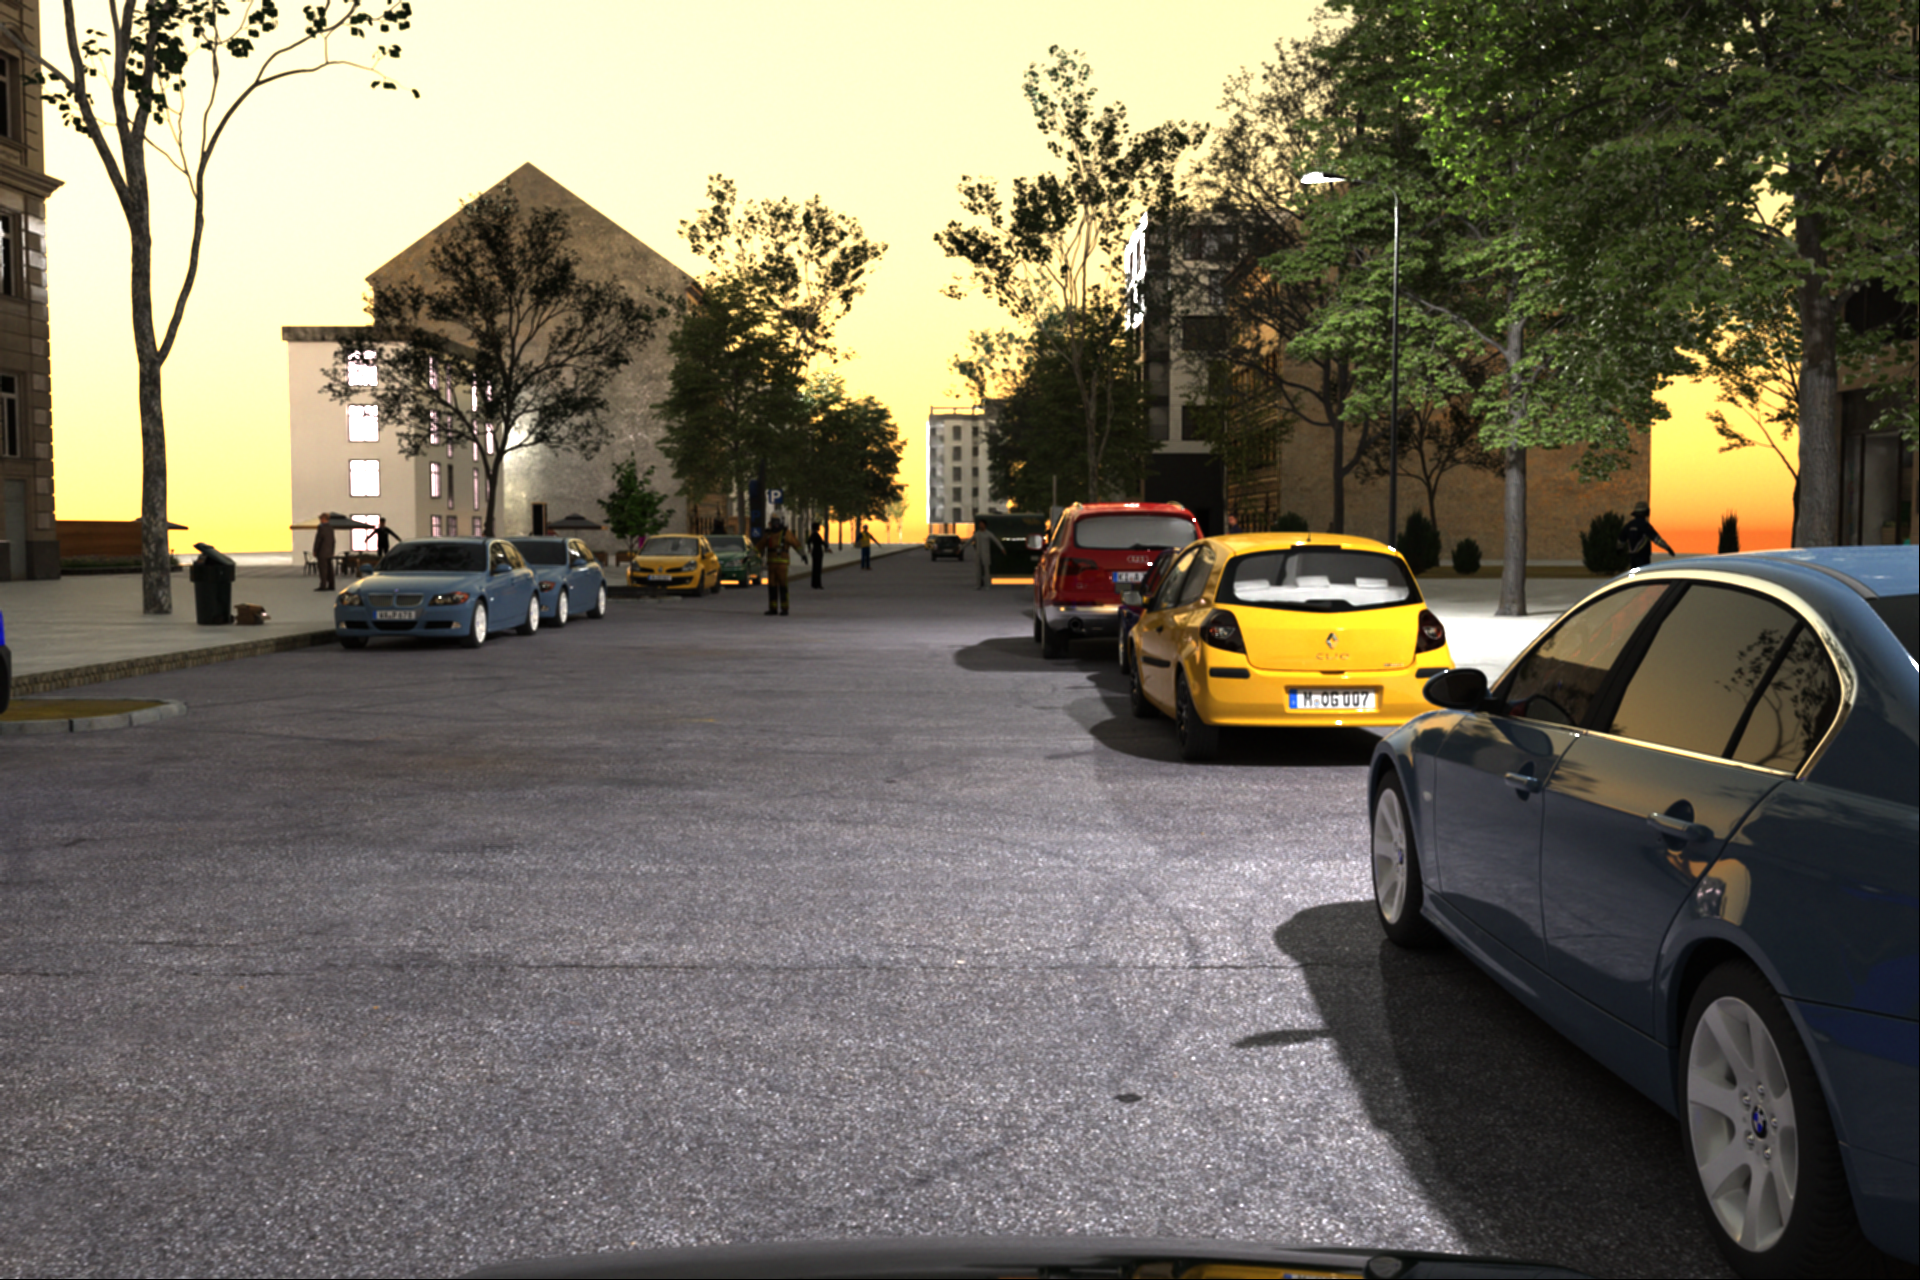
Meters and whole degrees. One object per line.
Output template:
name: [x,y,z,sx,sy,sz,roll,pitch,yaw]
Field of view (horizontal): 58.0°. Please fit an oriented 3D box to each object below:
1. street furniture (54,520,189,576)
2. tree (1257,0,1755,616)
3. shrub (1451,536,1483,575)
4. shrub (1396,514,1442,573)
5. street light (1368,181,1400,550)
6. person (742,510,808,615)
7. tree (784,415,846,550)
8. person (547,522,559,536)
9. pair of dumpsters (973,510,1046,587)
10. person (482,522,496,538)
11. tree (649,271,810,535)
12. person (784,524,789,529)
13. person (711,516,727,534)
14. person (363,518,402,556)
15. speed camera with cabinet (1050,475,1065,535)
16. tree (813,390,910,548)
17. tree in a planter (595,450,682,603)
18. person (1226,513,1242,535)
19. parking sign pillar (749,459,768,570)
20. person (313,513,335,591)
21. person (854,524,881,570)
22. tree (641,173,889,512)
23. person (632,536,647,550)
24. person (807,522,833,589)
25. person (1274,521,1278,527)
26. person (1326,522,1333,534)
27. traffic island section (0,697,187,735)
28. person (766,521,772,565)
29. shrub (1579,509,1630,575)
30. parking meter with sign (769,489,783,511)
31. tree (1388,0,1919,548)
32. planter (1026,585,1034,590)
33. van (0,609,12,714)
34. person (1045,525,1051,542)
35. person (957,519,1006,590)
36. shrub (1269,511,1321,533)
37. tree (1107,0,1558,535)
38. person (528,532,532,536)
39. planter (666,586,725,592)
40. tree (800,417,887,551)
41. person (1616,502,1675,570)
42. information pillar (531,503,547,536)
street furniture: [-29.779,-2.992,55.768,11.010,1.723,9.812,0,4,5]
tree: [8.636,-6.675,27.271,7.486,12.596,7.792,0,3,0]
shrub: [16.058,-2.676,54.869,1.383,1.207,1.383,0,3,0]
shrub: [15.234,-3.263,57.764,1.690,2.028,1.600,0,3,0]
street light: [6.154,-3.047,22.356,1.470,5.913,1.316,0,4,0]
person: [-3.225,-1.366,30.565,1.354,1.858,0.705,2,4,28]
tree: [-9.681,-9.502,105.724,4.360,8.622,3.978,0,3,0]
person: [-14.917,-3.451,63.228,0.721,1.733,1.217,3,5,41]
pair of dumpsters: [2.572,-2.597,47.409,4.436,2.255,1.574,0,4,-1]
person: [-20.124,-4.152,74.027,0.704,1.843,1.345,1,4,13]
tree: [-9.872,-9.617,75.364,7.486,12.596,7.792,0,3,0]
person: [-8.445,-4.704,83.378,0.721,1.772,1.216,0,4,-5]
person: [-7.621,-2.973,54.383,0.705,1.856,1.354,-2,4,-35]
person: [-19.914,-3.293,59.777,1.347,1.837,0.705,-1,4,-22]
speed camera with cabinet: [3.388,-3.866,57.552,0.660,3.252,2.038,0,4,-1]
tree: [-9.132,-15.189,154.995,9.857,13.997,8.962,0,3,0]
tree in a planter: [-7.003,-2.424,36.847,1.991,3.239,1.994,0,4,0]
person: [5.718,-1.788,36.190,0.530,1.710,0.541,0,4,1]
parking sign pillar: [-7.187,-4.472,61.589,1.447,3.967,1.447,0,4,-1]
person: [-14.399,-1.991,39.141,0.434,1.755,0.990,1,4,8]
person: [-3.766,-3.734,69.484,1.349,1.833,0.705,-3,5,-40]
tree: [-10.473,-14.425,91.738,12.611,20.169,13.585,0,3,0]
person: [-12.319,-3.521,66.835,0.991,1.433,0.599,3,4,37]
person: [-3.669,-2.203,45.203,0.721,1.740,1.216,-2,4,-33]
person: [13.777,-4.259,75.493,0.705,1.847,1.347,3,4,36]
person: [16.214,-4.244,75.523,0.705,1.813,1.348,-1,4,-14]
traffic island section: [-7.158,0.583,13.332,1.991,0.108,1.994,0,4,1]
person: [-7.769,-3.973,71.138,1.347,1.806,0.705,0,4,-8]
shrub: [20.176,-3.050,53.906,1.661,2.075,1.752,0,3,0]
parking meter with sign: [-7.179,-4.413,68.418,0.543,3.016,1.738,0,4,0]
tree: [7.507,-5.976,15.839,7.486,12.596,7.792,0,3,0]
planter: [2.714,-1.454,44.905,1.991,0.319,1.994,0,3,0]
van: [-6.967,-0.268,8.766,2.240,2.365,5.245,0,3,0]
person: [4.248,-4.508,79.842,1.346,1.812,0.704,1,4,17]
person: [0.569,-2.184,44.354,1.347,1.806,0.705,1,4,22]
shrub: [9.950,-2.911,52.019,1.690,2.028,1.600,0,3,0]
tree: [8.541,-7.825,38.316,12.009,13.543,11.850,0,3,0]
person: [-17.919,-4.128,73.713,1.346,1.802,0.704,-2,4,-28]
planter: [-7.032,-1.395,43.955,1.991,0.319,1.994,0,4,1]
tree: [-9.421,-12.158,133.202,8.767,10.594,7.601,2,4,27]
person: [11.865,-1.485,30.155,0.704,1.845,1.351,-1,4,-21]
information pillar: [-9.913,-2.225,40.873,0.304,2.012,0.304,0,4,-1]
